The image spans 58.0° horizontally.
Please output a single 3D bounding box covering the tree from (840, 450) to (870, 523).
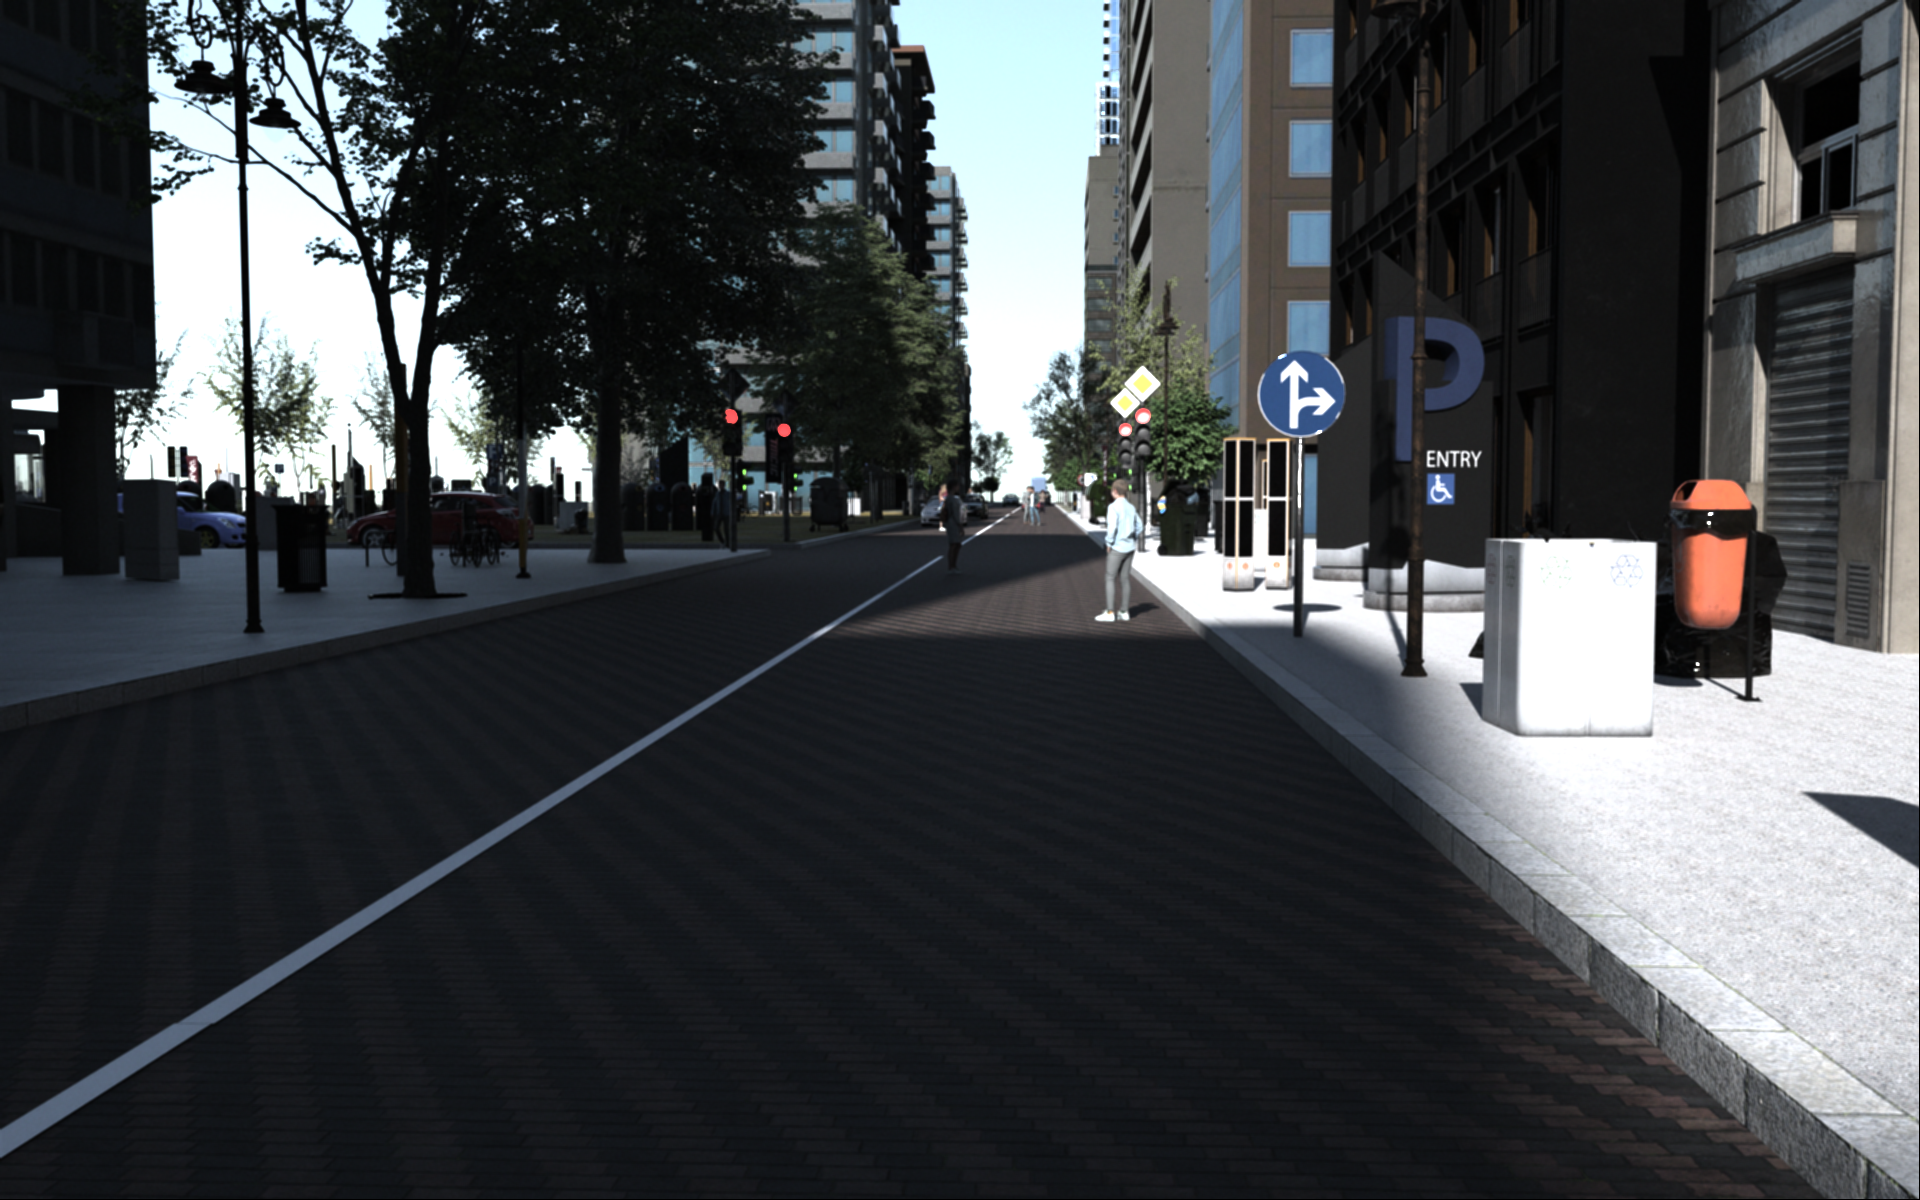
[{"bbox_3d":[-4.702,-4.987,76.142,1.663,3.219,1.824,0,3,0],"label":"tree"}]

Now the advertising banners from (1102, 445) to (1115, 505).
[{"bbox_3d":[5.510,-4.052,62.430,0.090,3.025,2.074,2,4,28],"label":"advertising banners"}]

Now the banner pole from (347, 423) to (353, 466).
[{"bbox_3d":[-21.386,-4.332,60.848,0.401,3.779,0.863,-2,4,-28],"label":"banner pole"}]

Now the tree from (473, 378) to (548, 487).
[{"bbox_3d":[-26.413,-9.227,101.230,4.360,8.622,3.978,0,3,0],"label":"tree"}]

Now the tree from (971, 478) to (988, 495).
[{"bbox_3d":[2.043,-13.559,216.295,1.663,3.219,1.824,0,3,0],"label":"tree"}]

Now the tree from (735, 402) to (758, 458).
[{"bbox_3d":[-15.321,-9.787,110.381,4.737,8.622,4.395,0,3,0],"label":"tree"}]

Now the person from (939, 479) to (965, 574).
[{"bbox_3d":[-0.123,-1.312,30.948,0.522,1.701,0.512,-1,4,-19],"label":"person"}]

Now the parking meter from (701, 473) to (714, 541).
[{"bbox_3d":[-6.879,-2.536,47.169,0.255,1.863,0.399,0,4,5],"label":"parking meter"}]

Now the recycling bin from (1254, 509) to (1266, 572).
[{"bbox_3d":[4.930,-1.008,29.027,0.722,1.027,0.722,2,4,29],"label":"recycling bin"}]

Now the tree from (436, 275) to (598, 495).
[{"bbox_3d":[-13.057,-6.117,50.371,4.737,8.622,4.395,0,3,0],"label":"tree"}]

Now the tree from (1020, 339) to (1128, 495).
[{"bbox_3d":[7.606,-10.328,103.278,8.767,10.594,7.601,1,4,9],"label":"tree"}]

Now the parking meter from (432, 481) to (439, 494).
[{"bbox_3d":[-23.633,-4.423,78.034,0.255,1.863,0.399,-2,4,-27],"label":"parking meter"}]

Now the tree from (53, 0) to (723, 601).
[{"bbox_3d":[-6.751,-5.822,20.944,9.928,11.665,9.643,0,3,0],"label":"tree"}]

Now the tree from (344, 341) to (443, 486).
[{"bbox_3d":[-27.465,-8.147,83.565,4.360,8.622,3.978,0,3,0],"label":"tree"}]

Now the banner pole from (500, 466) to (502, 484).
[{"bbox_3d":[-31.535,-7.872,118.724,0.863,3.779,0.401,-2,4,-24],"label":"banner pole"}]

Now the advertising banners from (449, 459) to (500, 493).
[{"bbox_3d":[-18.659,-4.306,66.597,2.074,3.025,0.090,-1,4,-15],"label":"advertising banners"}]

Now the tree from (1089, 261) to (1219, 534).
[{"bbox_3d":[6.011,-6.374,54.583,4.737,8.622,4.395,0,3,0],"label":"tree"}]

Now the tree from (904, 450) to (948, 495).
[{"bbox_3d":[-2.543,-8.838,128.211,4.285,4.588,4.351,0,3,0],"label":"tree"}]

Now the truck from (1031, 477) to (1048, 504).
[{"bbox_3d":[12.318,-16.979,267.361,2.967,4.110,18.799,0,4,1],"label":"truck"}]

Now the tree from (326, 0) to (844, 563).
[{"bbox_3d":[-6.629,-7.677,32.174,9.857,13.997,8.962,0,3,0],"label":"tree"}]

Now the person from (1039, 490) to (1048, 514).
[{"bbox_3d":[6.115,-7.248,127.539,0.617,1.759,0.750,1,4,21],"label":"person"}]

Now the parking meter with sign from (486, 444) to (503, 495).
[{"bbox_3d":[-15.948,-3.844,59.113,0.543,3.016,1.738,-1,4,-10],"label":"parking meter with sign"}]

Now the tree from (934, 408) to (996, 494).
[{"bbox_3d":[0.464,-15.513,188.048,7.601,10.594,8.767,0,4,7],"label":"tree"}]

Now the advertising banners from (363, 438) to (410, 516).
[{"bbox_3d":[-17.704,-3.515,53.665,0.090,3.025,2.074,3,4,38],"label":"advertising banners"}]

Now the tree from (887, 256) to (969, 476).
[{"bbox_3d":[-4.291,-11.087,87.934,9.857,13.997,8.962,0,3,0],"label":"tree"}]

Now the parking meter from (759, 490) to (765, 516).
[{"bbox_3d":[-11.746,-5.769,102.731,0.372,1.533,0.369,0,3,0],"label":"parking meter"}]

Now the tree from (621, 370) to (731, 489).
[{"bbox_3d":[-14.198,-8.076,82.402,4.737,8.622,4.395,0,3,0],"label":"tree"}]

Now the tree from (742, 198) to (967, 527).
[{"bbox_3d":[-4.373,-9.105,66.994,7.486,12.596,7.792,0,3,0],"label":"tree"}]

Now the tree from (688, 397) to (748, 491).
[{"bbox_3d":[-14.396,-9.337,103.019,4.360,8.622,3.978,0,3,0],"label":"tree"}]

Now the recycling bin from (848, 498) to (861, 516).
[{"bbox_3d":[-6.318,-5.484,102.213,0.722,1.027,0.722,-2,4,-24],"label":"recycling bin"}]

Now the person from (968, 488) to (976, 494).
[{"bbox_3d":[0.751,-6.270,111.201,0.592,1.802,0.473,3,5,42],"label":"person"}]

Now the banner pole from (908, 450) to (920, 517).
[{"bbox_3d":[-2.642,-6.674,99.141,0.863,3.779,0.401,2,4,33],"label":"banner pole"}]

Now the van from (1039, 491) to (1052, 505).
[{"bbox_3d":[10.869,-13.249,223.629,2.013,2.044,4.112,0,4,1],"label":"van"}]

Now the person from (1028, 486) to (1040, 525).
[{"bbox_3d":[3.373,-4.311,79.336,0.623,1.781,0.721,2,4,24],"label":"person"}]

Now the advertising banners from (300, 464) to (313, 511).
[{"bbox_3d":[-37.680,-6.344,99.910,0.090,3.025,2.074,0,4,0],"label":"advertising banners"}]

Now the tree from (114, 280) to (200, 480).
[{"bbox_3d":[-27.989,-6.592,58.141,4.360,8.622,3.978,0,3,0],"label":"tree"}]

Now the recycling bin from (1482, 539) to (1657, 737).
[{"bbox_3d":[3.318,0.188,9.474,0.722,1.027,0.722,0,4,1],"label":"recycling bin"}]

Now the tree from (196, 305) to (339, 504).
[{"bbox_3d":[-27.812,-7.218,68.379,4.737,8.622,4.395,0,3,0],"label":"tree"}]

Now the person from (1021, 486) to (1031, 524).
[{"bbox_3d":[3.232,-4.568,83.282,0.391,1.810,0.635,3,4,37],"label":"person"}]

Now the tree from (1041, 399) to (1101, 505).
[{"bbox_3d":[13.078,-17.600,205.889,7.486,12.596,7.792,0,3,0],"label":"tree"}]

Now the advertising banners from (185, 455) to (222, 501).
[{"bbox_3d":[-33.985,-5.040,78.588,2.074,3.025,0.090,-1,4,-19],"label":"advertising banners"}]

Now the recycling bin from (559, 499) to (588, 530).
[{"bbox_3d":[-12.969,-2.790,58.179,0.722,1.027,0.722,1,4,18],"label":"recycling bin"}]

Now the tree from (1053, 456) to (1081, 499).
[{"bbox_3d":[9.318,-9.060,131.837,4.285,4.588,4.351,0,3,0],"label":"tree"}]

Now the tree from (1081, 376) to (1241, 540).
[{"bbox_3d":[6.214,-3.970,48.622,4.285,4.588,4.351,0,3,0],"label":"tree"}]

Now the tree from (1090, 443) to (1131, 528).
[{"bbox_3d":[5.965,-4.357,65.842,1.663,3.219,1.824,0,3,0],"label":"tree"}]

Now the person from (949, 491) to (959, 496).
[{"bbox_3d":[-0.347,-4.826,86.766,0.474,1.900,0.648,2,4,26],"label":"person"}]

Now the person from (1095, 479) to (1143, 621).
[{"bbox_3d":[1.819,-0.574,19.697,0.589,1.601,0.330,-2,4,-35],"label":"person"}]

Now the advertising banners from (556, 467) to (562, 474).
[{"bbox_3d":[-25.953,-6.935,109.579,0.090,3.025,2.074,3,4,37],"label":"advertising banners"}]

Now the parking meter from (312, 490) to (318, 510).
[{"bbox_3d":[-44.857,-6.851,120.430,0.372,1.533,0.369,0,3,0],"label":"parking meter"}]

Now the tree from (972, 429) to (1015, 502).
[{"bbox_3d":[5.199,-21.467,276.737,9.928,11.665,9.643,0,3,0],"label":"tree"}]

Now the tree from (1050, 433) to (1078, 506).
[{"bbox_3d":[11.808,-14.872,193.526,4.360,8.622,3.978,0,3,0],"label":"tree"}]

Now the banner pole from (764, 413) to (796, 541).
[{"bbox_3d":[-4.917,-3.500,47.244,0.863,3.779,0.401,0,4,7],"label":"banner pole"}]

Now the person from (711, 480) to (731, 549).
[{"bbox_3d":[-5.899,-2.107,43.289,0.601,1.785,0.444,1,4,19],"label":"person"}]

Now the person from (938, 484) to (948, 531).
[{"bbox_3d":[-0.641,-3.646,68.093,0.573,1.828,0.580,-3,4,-38],"label":"person"}]

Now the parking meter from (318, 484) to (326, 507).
[{"bbox_3d":[-32.320,-5.018,87.761,0.399,1.863,0.255,-1,4,-21],"label":"parking meter"}]

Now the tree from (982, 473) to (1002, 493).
[{"bbox_3d":[4.875,-17.367,267.655,4.285,4.588,4.351,0,3,0],"label":"tree"}]
